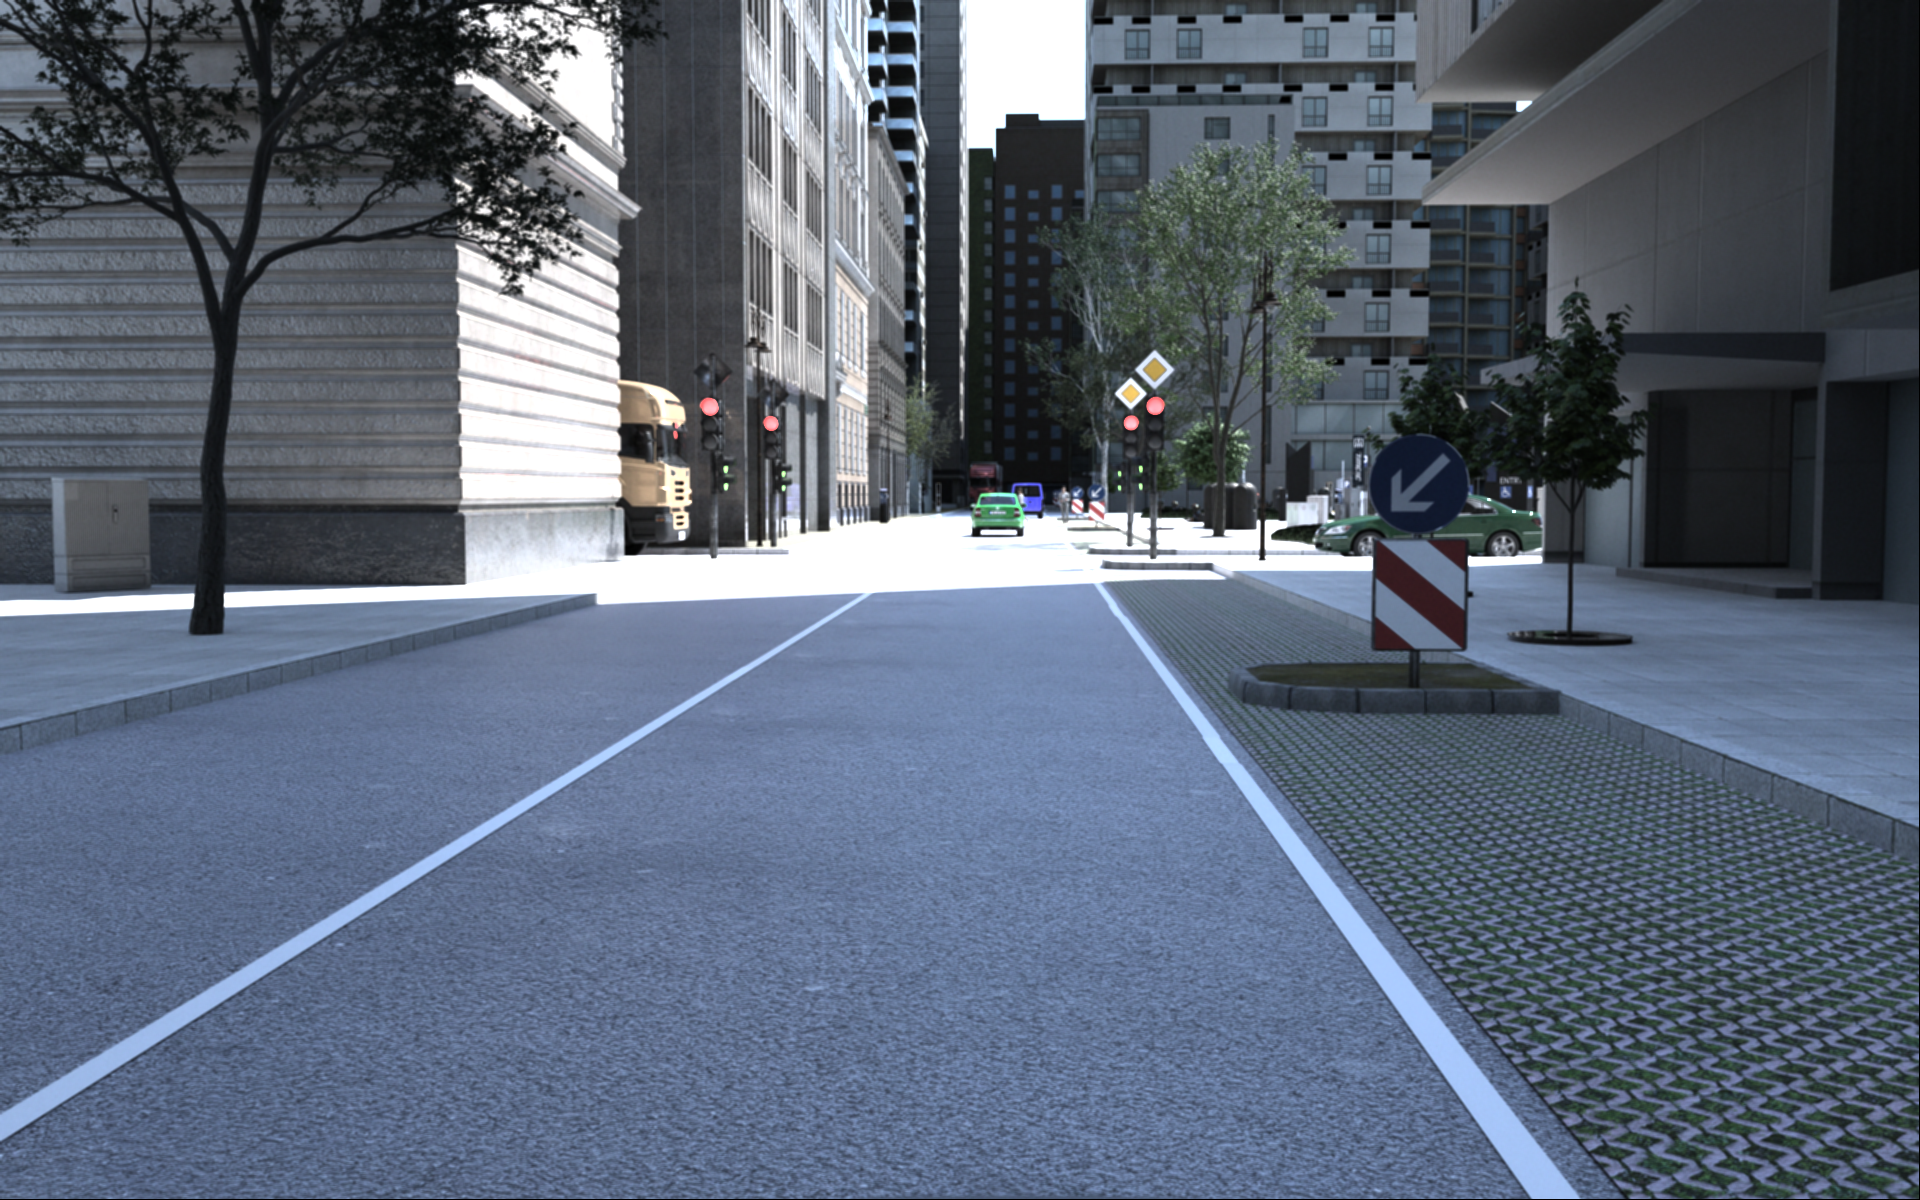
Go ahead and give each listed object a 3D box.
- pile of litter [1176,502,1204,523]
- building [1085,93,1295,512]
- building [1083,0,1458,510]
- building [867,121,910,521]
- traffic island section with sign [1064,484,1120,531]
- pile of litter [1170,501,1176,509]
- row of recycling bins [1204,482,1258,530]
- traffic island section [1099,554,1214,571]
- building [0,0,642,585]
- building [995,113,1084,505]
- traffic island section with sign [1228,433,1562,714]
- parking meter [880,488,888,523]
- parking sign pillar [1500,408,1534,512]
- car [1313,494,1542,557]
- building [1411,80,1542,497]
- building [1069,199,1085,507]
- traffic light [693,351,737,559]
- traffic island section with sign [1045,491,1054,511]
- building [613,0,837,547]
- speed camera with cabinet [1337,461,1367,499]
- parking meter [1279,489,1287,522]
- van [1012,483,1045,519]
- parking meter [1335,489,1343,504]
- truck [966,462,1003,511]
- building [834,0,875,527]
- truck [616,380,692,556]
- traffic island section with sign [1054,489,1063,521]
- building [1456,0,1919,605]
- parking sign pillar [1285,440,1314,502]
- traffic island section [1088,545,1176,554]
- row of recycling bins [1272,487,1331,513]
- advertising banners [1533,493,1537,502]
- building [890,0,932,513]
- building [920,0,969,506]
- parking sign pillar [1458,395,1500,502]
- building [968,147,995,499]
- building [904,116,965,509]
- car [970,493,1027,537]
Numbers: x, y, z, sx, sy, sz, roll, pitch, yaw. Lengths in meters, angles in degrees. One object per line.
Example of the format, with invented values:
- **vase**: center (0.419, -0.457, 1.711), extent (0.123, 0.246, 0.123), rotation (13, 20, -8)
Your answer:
- **pile of litter**: center (10.845, -3.938, 78.353), extent (1.176, 0.858, 1.719), rotation (-2, 4, -25)
- **building**: center (16.879, -21.848, 128.919), extent (14.160, 30.474, 14.107), rotation (0, 4, 2)
- **building**: center (24.469, -34.219, 148.712), extent (28.713, 52.752, 27.495), rotation (0, 4, 2)
- **building**: center (-8.105, -14.788, 90.930), extent (9.793, 20.994, 18.267), rotation (0, 4, 2)
- **traffic island section with sign**: center (5.144, -3.567, 66.942), extent (1.989, 1.847, 2.006), rotation (0, 4, 2)
- **pile of litter**: center (13.230, -5.647, 106.298), extent (1.719, 0.858, 1.176), rotation (3, 4, 37)
- **row of recycling bins**: center (9.782, -3.412, 62.902), extent (1.069, 1.692, 3.534), rotation (-1, 4, -14)
- **traffic island section**: center (3.802, -0.709, 33.872), extent (2.009, 0.180, 2.903), rotation (0, 4, 2)
- **building**: center (-15.980, -12.225, 28.750), extent (19.941, 23.489, 11.050), rotation (0, 4, 2)
- **building**: center (11.406, -34.048, 206.796), extent (14.200, 45.320, 14.600), rotation (0, 4, 2)
- **traffic island section with sign**: center (2.939, -0.216, 12.160), extent (1.989, 1.847, 2.006), rotation (0, 4, 2)
- **parking meter**: center (-3.374, -4.180, 76.749), extent (0.372, 1.533, 0.369), rotation (0, 3, 0)
- **parking sign pillar**: center (15.889, -3.770, 50.116), extent (1.447, 3.967, 1.447), rotation (3, 5, 42)
- **car**: center (10.101, -1.563, 37.351), extent (4.920, 1.459, 2.131), rotation (0, 4, 1)
- **building**: center (43.555, -32.112, 179.662), extent (28.867, 44.769, 22.147), rotation (0, 4, 2)
- **building**: center (17.842, -24.434, 171.193), extent (14.160, 30.474, 14.107), rotation (0, 4, 2)
- **traffic light**: center (-4.842, -2.763, 34.090), extent (0.839, 4.253, 0.868), rotation (0, 4, 2)
- **traffic island section with sign**: center (8.232, -8.250, 143.522), extent (1.989, 1.847, 2.006), rotation (0, 4, 2)
- **building**: center (-10.795, -14.271, 51.348), extent (12.078, 24.808, 19.932), rotation (0, 4, 2)
- **speed camera with cabinet**: center (23.350, -6.617, 102.524), extent (2.038, 3.252, 0.660), rotation (1, 4, 12)
- **parking meter**: center (15.069, -4.427, 80.792), extent (0.372, 1.533, 0.369), rotation (0, 3, 0)
- **van**: center (3.877, -5.901, 100.867), extent (2.240, 2.365, 5.245), rotation (0, 4, 2)
- **parking meter**: center (18.006, -4.523, 82.359), extent (0.372, 1.533, 0.369), rotation (0, 3, 0)
- **truck**: center (2.295, -10.077, 153.668), extent (2.839, 4.237, 11.283), rotation (0, 4, 4)
- **building**: center (-10.840, -17.451, 71.234), extent (13.634, 28.700, 20.117), rotation (0, 4, 2)
- **truck**: center (-10.955, -2.984, 37.702), extent (11.283, 4.237, 2.839), rotation (0, 4, 4)
- **traffic island section with sign**: center (6.230, -5.214, 93.875), extent (1.989, 1.847, 2.006), rotation (0, 4, 2)
- **building**: center (21.442, -26.231, 18.118), extent (28.713, 52.752, 27.495), rotation (0, 4, 2)
- **parking sign pillar**: center (17.760, -6.283, 91.203), extent (1.447, 3.967, 1.447), rotation (-2, 4, -33)
- **traffic island section**: center (4.125, -1.197, 41.851), extent (2.009, 0.180, 2.903), rotation (0, 4, 2)
- **row of recycling bins**: center (20.744, -6.003, 105.258), extent (3.534, 1.692, 1.069), rotation (1, 4, 15)
- **advertising banners**: center (34.316, -6.403, 100.874), extent (2.074, 3.025, 0.090), rotation (-1, 4, -15)
- **building**: center (-13.010, -50.069, 131.301), extent (22.319, 86.520, 31.000), rotation (0, 4, 2)
- **building**: center (-9.722, -45.484, 181.918), extent (20.611, 71.187, 20.563), rotation (0, 4, 2)
- **parking sign pillar**: center (12.932, -3.451, 44.898), extent (1.447, 3.967, 1.447), rotation (0, 4, -2)
- **building**: center (-2.728, -32.039, 207.430), extent (14.086, 41.232, 14.154), rotation (0, 4, 2)
- **building**: center (-15.881, -28.649, 160.298), extent (32.217, 40.220, 23.993), rotation (0, 4, 2)
- **car**: center (1.314, -3.096, 59.420), extent (1.959, 1.807, 4.718), rotation (0, 4, 2)
